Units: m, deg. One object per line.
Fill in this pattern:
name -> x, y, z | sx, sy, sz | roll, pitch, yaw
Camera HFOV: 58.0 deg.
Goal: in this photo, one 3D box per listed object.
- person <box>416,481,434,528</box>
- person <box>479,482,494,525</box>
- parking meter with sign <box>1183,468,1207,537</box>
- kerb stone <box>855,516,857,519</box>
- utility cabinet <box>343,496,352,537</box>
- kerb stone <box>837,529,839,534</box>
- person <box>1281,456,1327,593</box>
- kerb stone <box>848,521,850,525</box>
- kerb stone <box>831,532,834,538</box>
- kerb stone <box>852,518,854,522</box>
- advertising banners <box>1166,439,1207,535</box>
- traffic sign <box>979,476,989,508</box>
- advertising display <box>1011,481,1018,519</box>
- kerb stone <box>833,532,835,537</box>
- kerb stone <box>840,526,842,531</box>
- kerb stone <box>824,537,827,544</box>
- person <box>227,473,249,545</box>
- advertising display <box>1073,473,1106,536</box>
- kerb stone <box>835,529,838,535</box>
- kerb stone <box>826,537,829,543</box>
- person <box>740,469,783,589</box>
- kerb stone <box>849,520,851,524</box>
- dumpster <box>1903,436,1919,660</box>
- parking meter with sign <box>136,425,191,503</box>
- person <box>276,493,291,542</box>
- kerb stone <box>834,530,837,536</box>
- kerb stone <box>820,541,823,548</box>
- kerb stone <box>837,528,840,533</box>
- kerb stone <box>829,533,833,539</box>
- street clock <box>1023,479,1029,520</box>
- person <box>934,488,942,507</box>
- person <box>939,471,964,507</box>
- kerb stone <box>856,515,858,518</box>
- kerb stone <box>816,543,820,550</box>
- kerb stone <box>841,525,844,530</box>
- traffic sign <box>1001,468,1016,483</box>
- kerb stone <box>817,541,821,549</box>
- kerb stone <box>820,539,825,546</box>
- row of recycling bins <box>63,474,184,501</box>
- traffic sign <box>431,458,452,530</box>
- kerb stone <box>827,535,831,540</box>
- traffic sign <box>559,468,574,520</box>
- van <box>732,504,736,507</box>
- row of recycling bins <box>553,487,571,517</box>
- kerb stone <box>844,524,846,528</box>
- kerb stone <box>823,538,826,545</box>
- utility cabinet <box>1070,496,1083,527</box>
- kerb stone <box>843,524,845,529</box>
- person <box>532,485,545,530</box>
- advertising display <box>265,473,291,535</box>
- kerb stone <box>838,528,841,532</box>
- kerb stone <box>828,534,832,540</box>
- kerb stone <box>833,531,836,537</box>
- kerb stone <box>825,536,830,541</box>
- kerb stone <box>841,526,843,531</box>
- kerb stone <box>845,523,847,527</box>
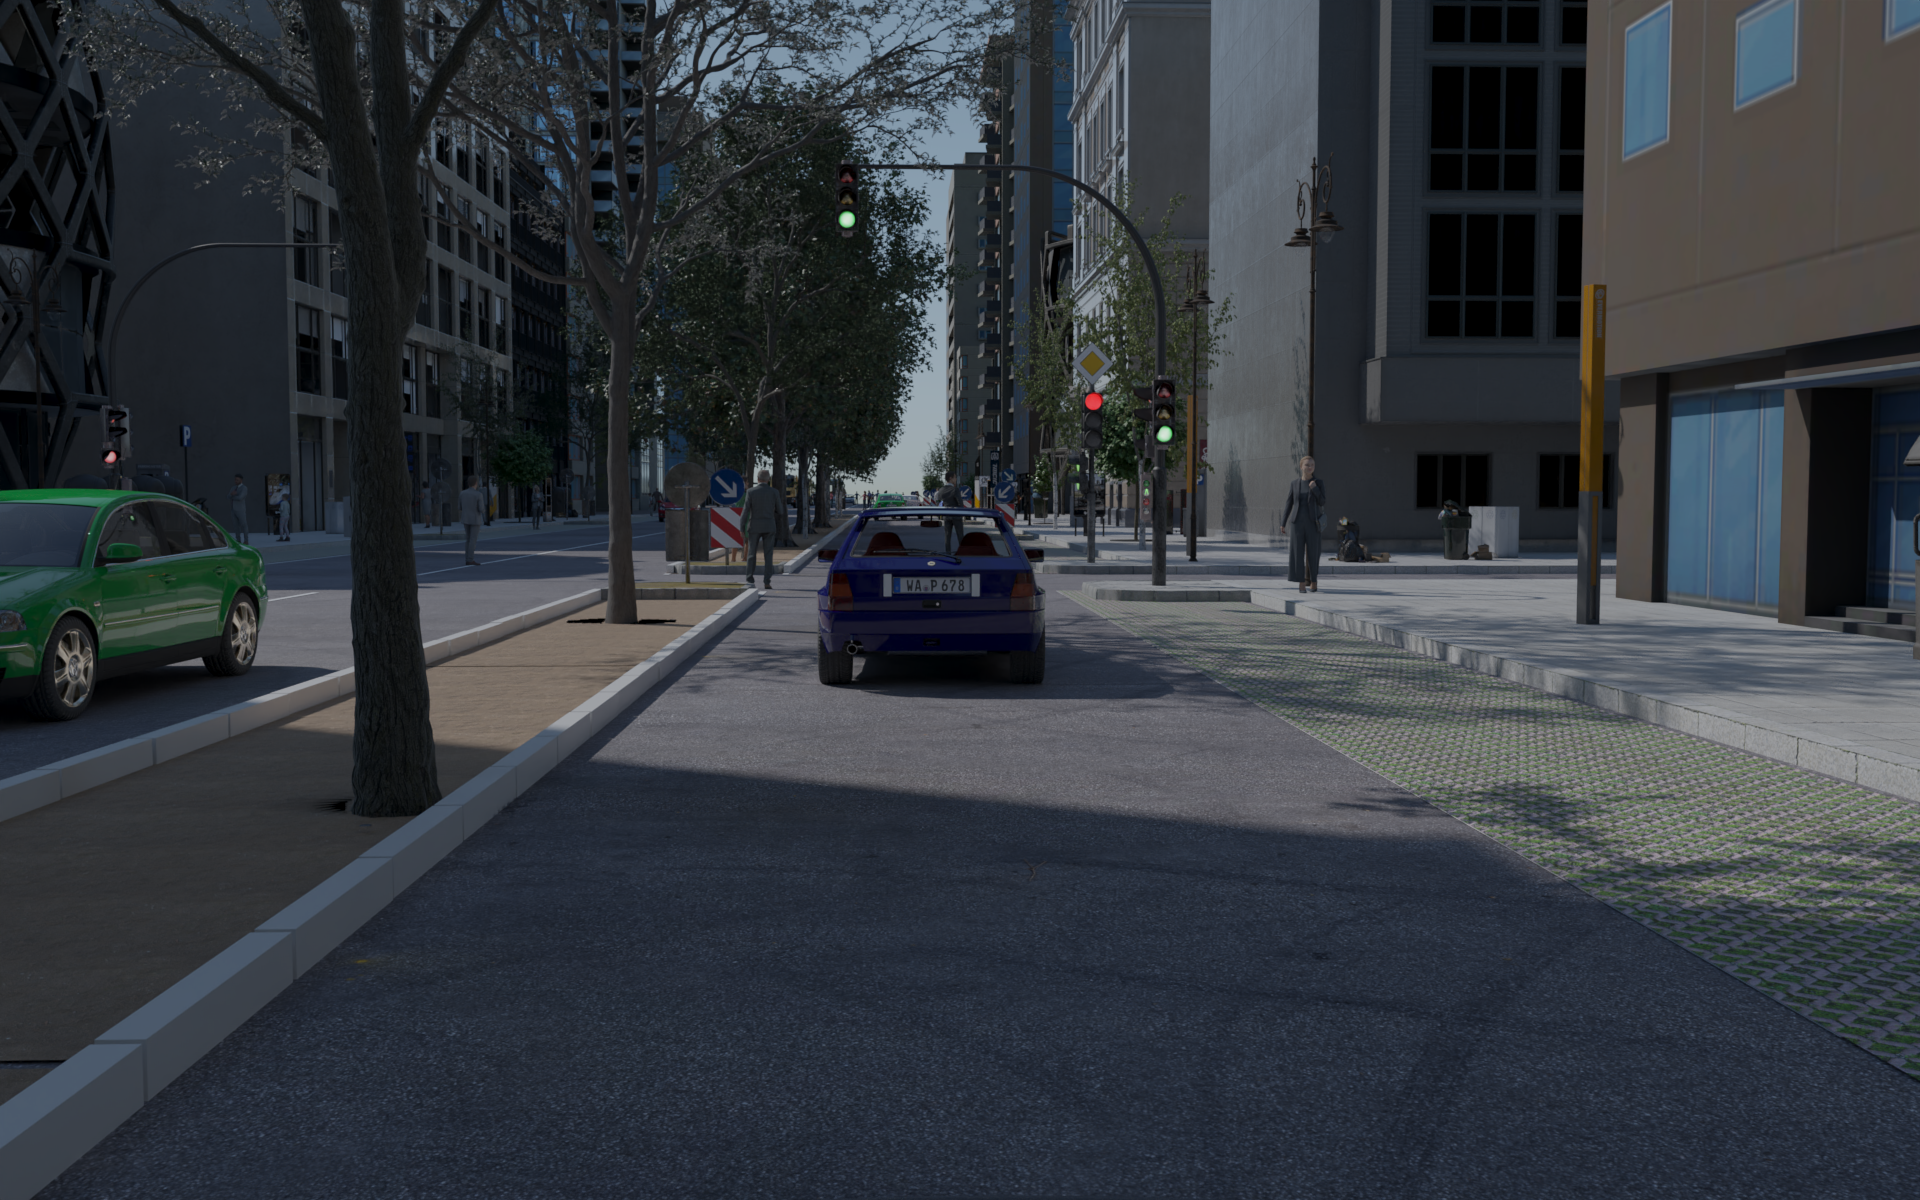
person -> -20.201, -3.615, 65.513 | 0.532, 1.782, 0.716 | 1, 4, 23
person -> -19.529, -3.968, 71.195 | 0.678, 1.792, 0.850 | -2, 4, -23
parking meter with sign -> 7.319, -3.413, 52.065 | 0.543, 3.016, 1.738 | 3, 4, 37
kerb stone -> -5.641, -4.218, 91.159 | 0.120, 0.150, 1.000 | 0, 4, -2
utility cabinet -> -18.089, -2.473, 51.595 | 0.306, 1.237, 1.020 | -2, 4, -35
kerb stone -> -4.307, -2.274, 59.375 | 0.120, 0.150, 1.000 | 0, 4, -2
person -> 4.485, -0.984, 22.546 | 0.576, 1.772, 0.534 | 0, 4, 2
kerb stone -> -5.000, -3.277, 75.784 | 0.120, 0.150, 1.000 | 0, 4, -2
kerb stone -> -4.089, -1.960, 54.246 | 0.120, 0.150, 1.000 | 0, 4, -2
kerb stone -> -5.346, -3.779, 83.980 | 0.120, 0.150, 1.000 | 0, 4, -2
advertising banners -> 7.180, -3.597, 54.991 | 2.074, 3.025, 0.090 | -2, 4, -28
traffic sign -> 1.384, -5.866, 98.036 | 0.606, 2.300, 0.079 | 0, 4, 5
advertising display -> 2.739, -5.077, 88.220 | 0.123, 1.923, 0.974 | 1, 4, 20
kerb stone -> -4.139, -2.018, 55.279 | 0.120, 0.150, 1.000 | 0, 4, -2
kerb stone -> -4.480, -2.524, 63.467 | 0.120, 0.150, 1.000 | 0, 4, -2
kerb stone -> -3.832, -1.580, 48.086 | 0.120, 0.150, 1.000 | 0, 4, -2
person -> -18.203, -2.286, 43.608 | 0.511, 1.800, 0.466 | 1, 4, 11
advertising display -> 3.927, -2.892, 52.492 | 0.974, 1.923, 0.123 | 1, 4, 11
kerb stone -> -4.256, -2.211, 58.348 | 0.120, 0.150, 1.000 | 0, 4, -2
kerb stone -> -3.876, -1.638, 49.110 | 0.120, 0.150, 1.000 | 0, 4, -2
person -> -3.020, -1.075, 26.255 | 0.661, 1.801, 0.590 | -1, 4, -16
kerb stone -> -5.095, -3.400, 77.838 | 0.120, 0.150, 1.000 | 0, 4, -2
dumpster -> 5.457, -0.136, 7.979 | 1.264, 1.857, 1.865 | 0, 4, -2
parking meter with sign -> -20.414, -2.909, 43.826 | 1.738, 3.016, 0.543 | 0, 4, -3
person -> -18.276, -2.230, 46.775 | 0.394, 1.301, 0.425 | 0, 4, -6
kerb stone -> -4.227, -2.149, 57.327 | 0.120, 0.150, 1.000 | 0, 4, -2
kerb stone -> -3.707, -1.384, 45.019 | 0.120, 0.150, 1.000 | 0, 4, -2
kerb stone -> -4.353, -2.337, 60.397 | 0.120, 0.150, 1.000 | 0, 4, -2
kerb stone -> -4.050, -1.898, 53.224 | 0.120, 0.150, 1.000 | 0, 4, -2
street clock -> 3.208, -4.876, 84.288 | 0.358, 2.002, 0.471 | 1, 4, 16
person -> -1.245, -5.993, 106.585 | 0.679, 1.850, 0.850 | -1, 4, -14
person -> -0.115, -1.730, 36.143 | 0.648, 1.900, 0.474 | 2, 4, 30
kerb stone -> -5.818, -4.462, 95.262 | 0.120, 0.150, 1.000 | 0, 4, -2
kerb stone -> -3.618, -1.267, 42.973 | 0.120, 0.150, 1.000 | 0, 4, -2
kerb stone -> -4.564, -2.646, 65.522 | 0.120, 0.150, 1.000 | 0, 4, -2
traffic sign -> 2.404, -5.243, 85.821 | 0.768, 2.556, 0.104 | 0, 4, -1
kerb stone -> -3.662, -1.333, 43.994 | 0.120, 0.150, 1.000 | 0, 4, -2
kerb stone -> -3.745, -1.456, 46.040 | 0.120, 0.150, 1.000 | 0, 4, -2
row of recycling bins -> -17.904, -1.847, 37.305 | 1.069, 1.692, 3.534 | 1, 4, 8
traffic sign -> -18.403, -3.752, 61.456 | 0.768, 2.556, 0.104 | 0, 4, 3
kerb stone -> -3.964, -1.771, 51.158 | 0.120, 0.150, 1.000 | 0, 4, -2
traffic sign -> -19.454, -5.235, 85.692 | 0.768, 2.556, 0.104 | 0, 4, 3
van -> -17.385, -8.073, 139.010 | 2.013, 2.044, 4.112 | 0, 4, -3
row of recycling bins -> -23.023, -5.653, 99.534 | 1.069, 1.692, 3.534 | 0, 4, -4
kerb stone -> -4.696, -2.836, 68.612 | 0.120, 0.150, 1.000 | 0, 4, -2
kerb stone -> -3.781, -1.520, 47.061 | 0.120, 0.150, 1.000 | 0, 4, -2
utility cabinet -> 4.775, -3.456, 67.664 | 1.020, 1.237, 0.306 | 3, 5, 40
kerb stone -> -4.656, -2.771, 67.581 | 0.120, 0.150, 1.000 | 0, 4, -2
person -> -16.821, -3.696, 69.111 | 0.537, 1.800, 0.526 | -2, 4, -30
advertising display -> -21.339, -2.997, 54.212 | 0.123, 1.923, 0.974 | 1, 4, 22
kerb stone -> -4.401, -2.395, 61.421 | 0.120, 0.150, 1.000 | 0, 4, -2
kerb stone -> -4.010, -1.834, 52.191 | 0.120, 0.150, 1.000 | 0, 4, -2
kerb stone -> -4.188, -2.086, 56.299 | 0.120, 0.150, 1.000 | 0, 4, -2
kerb stone -> -3.917, -1.702, 50.131 | 0.120, 0.150, 1.000 | 0, 4, -2
kerb stone -> -4.526, -2.583, 64.495 | 0.120, 0.150, 1.000 | 0, 4, -2
kerb stone -> -4.784, -2.961, 70.657 | 0.120, 0.150, 1.000 | 0, 4, -2
